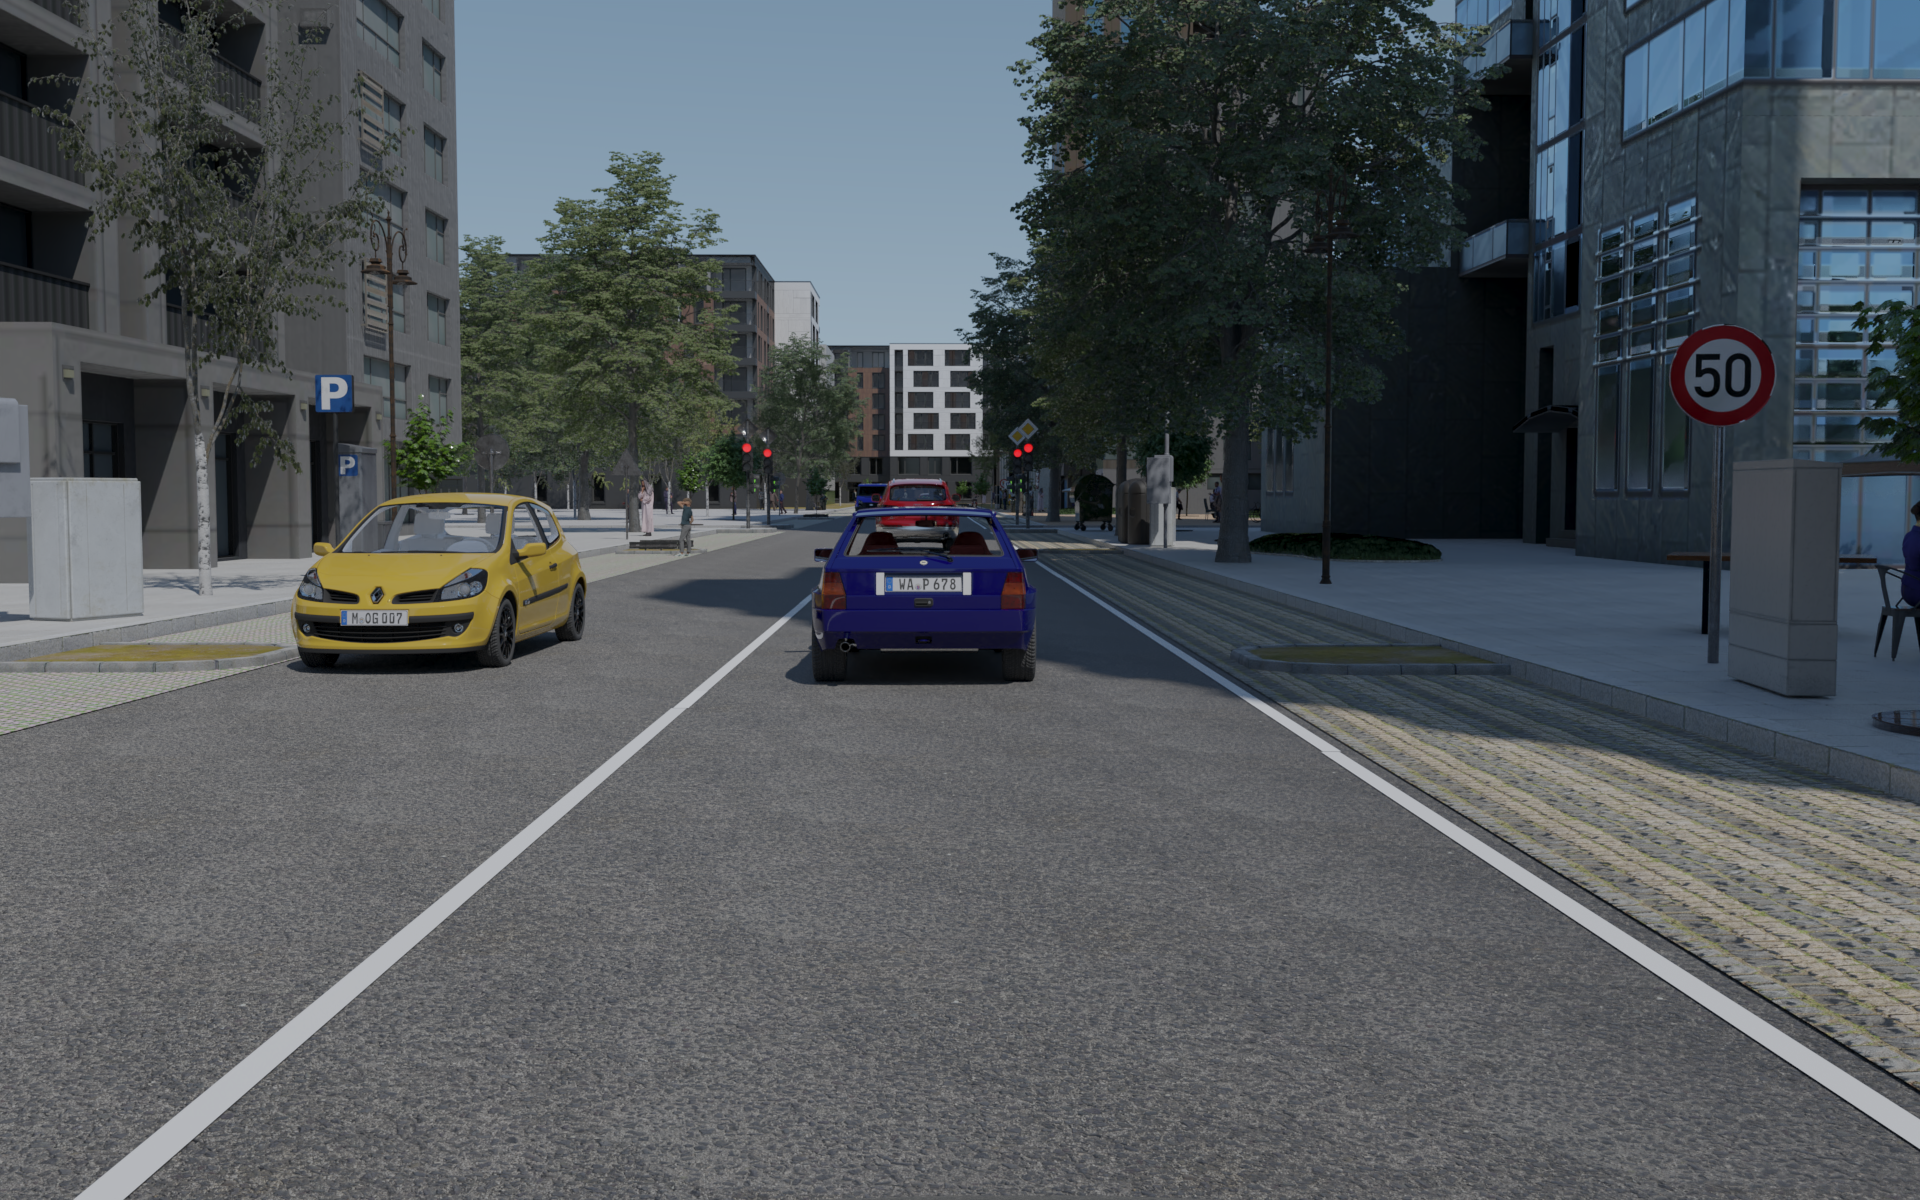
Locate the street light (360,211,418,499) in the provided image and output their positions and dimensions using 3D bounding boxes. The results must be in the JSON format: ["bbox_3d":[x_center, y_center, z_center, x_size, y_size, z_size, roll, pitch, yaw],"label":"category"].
[{"bbox_3d":[-9.326,-3.404,28.442,0.468,5.910,1.993,0,4,-1],"label":"street light"}]

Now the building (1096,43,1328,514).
[{"bbox_3d":[15.890,-20.994,114.946,14.160,30.474,14.107,0,4,-1],"label":"building"}]

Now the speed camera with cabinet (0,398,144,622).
[{"bbox_3d":[-9.204,-1.405,17.315,0.660,3.252,2.038,1,4,20],"label":"speed camera with cabinet"}]

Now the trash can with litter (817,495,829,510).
[{"bbox_3d":[-10.916,-7.689,137.097,0.624,1.170,1.055,2,4,28],"label":"trash can with litter"}]

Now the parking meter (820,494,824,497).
[{"bbox_3d":[-11.572,-8.572,145.860,0.255,1.863,0.399,-2,4,-26],"label":"parking meter"}]

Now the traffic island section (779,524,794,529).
[{"bbox_3d":[-8.005,-3.056,72.250,2.009,0.180,2.903,0,4,-1],"label":"traffic island section"}]

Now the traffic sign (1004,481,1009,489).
[{"bbox_3d":[3.783,-8.211,136.384,0.606,2.300,0.079,0,4,2],"label":"traffic sign"}]

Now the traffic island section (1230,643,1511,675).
[{"bbox_3d":[3.335,0.505,14.614,1.991,0.108,1.994,0,4,-1],"label":"traffic island section"}]

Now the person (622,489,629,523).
[{"bbox_3d":[-14.812,-4.195,77.327,0.600,1.496,0.574,1,4,18],"label":"person"}]

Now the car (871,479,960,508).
[{"bbox_3d":[-1.101,-2.146,43.754,2.281,1.827,5.304,0,4,-2],"label":"car"}]

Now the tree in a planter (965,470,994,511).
[{"bbox_3d":[1.571,-7.813,124.967,1.991,3.239,1.994,0,4,-1],"label":"tree in a planter"}]

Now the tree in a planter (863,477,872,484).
[{"bbox_3d":[-9.326,-10.831,174.303,1.991,3.239,1.994,0,4,-1],"label":"tree in a planter"}]

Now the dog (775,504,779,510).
[{"bbox_3d":[-15.010,-7.717,143.010,0.406,0.507,0.540,1,4,20],"label":"dog"}]

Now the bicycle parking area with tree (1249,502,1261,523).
[{"bbox_3d":[17.286,-5.525,77.335,9.016,4.147,8.231,0,4,-8],"label":"bicycle parking area with tree"}]

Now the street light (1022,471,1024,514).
[{"bbox_3d":[3.935,-8.239,107.492,0.468,5.910,1.993,0,4,-1],"label":"street light"}]

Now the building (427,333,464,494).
[{"bbox_3d":[-63.588,-22.113,205.522,32.646,21.610,27.936,0,4,-1],"label":"building"}]

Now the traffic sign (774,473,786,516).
[{"bbox_3d":[-10.676,-6.254,102.365,0.768,2.556,0.104,0,4,3],"label":"traffic sign"}]

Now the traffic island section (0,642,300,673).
[{"bbox_3d":[-6.765,0.494,14.794,1.991,0.108,1.994,0,4,-1],"label":"traffic island section"}]

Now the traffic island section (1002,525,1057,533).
[{"bbox_3d":[2.543,-2.578,64.428,2.009,0.180,2.903,0,4,-1],"label":"traffic island section"}]

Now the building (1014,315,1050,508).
[{"bbox_3d":[14.611,-18.752,173.047,16.747,18.905,31.486,0,4,-1],"label":"building"}]

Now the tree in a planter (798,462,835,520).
[{"bbox_3d":[-8.076,-6.125,97.365,1.991,3.239,1.994,0,4,-1],"label":"tree in a planter"}]

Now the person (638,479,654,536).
[{"bbox_3d":[-9.574,-2.820,52.815,0.551,1.740,0.621,1,4,20],"label":"person"}]

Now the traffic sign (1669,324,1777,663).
[{"bbox_3d":[5.719,-0.793,13.073,0.768,2.556,0.104,0,4,8],"label":"traffic sign"}]

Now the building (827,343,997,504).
[{"bbox_3d":[-11.900,-24.722,248.172,32.646,21.610,27.936,0,4,-1],"label":"building"}]

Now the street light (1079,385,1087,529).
[{"bbox_3d":[4.485,-5.578,63.981,0.468,5.910,1.993,0,4,-1],"label":"street light"}]

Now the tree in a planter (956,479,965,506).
[{"bbox_3d":[0.344,-12.472,201.135,1.991,3.239,1.994,0,4,-1],"label":"tree in a planter"}]

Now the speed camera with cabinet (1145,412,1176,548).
[{"bbox_3d":[4.884,-2.918,42.050,0.660,3.252,2.038,1,4,11],"label":"speed camera with cabinet"}]

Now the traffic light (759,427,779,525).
[{"bbox_3d":[-7.965,-5.088,72.116,0.839,4.253,0.868,0,4,-1],"label":"traffic light"}]

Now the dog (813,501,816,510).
[{"bbox_3d":[-11.942,-7.871,143.064,0.800,0.831,0.513,2,4,34],"label":"dog"}]

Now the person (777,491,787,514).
[{"bbox_3d":[-11.428,-6.231,110.618,0.600,1.496,0.574,2,4,26],"label":"person"}]

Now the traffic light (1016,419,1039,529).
[{"bbox_3d":[2.503,-4.611,64.314,0.839,4.253,0.868,0,4,-1],"label":"traffic light"}]

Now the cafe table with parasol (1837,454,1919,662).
[{"bbox_3d":[8.051,-0.514,13.271,2.610,1.966,2.610,-2,4,-27],"label":"cafe table with parasol"}]

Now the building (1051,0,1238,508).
[{"bbox_3d":[14.599,-29.754,136.587,14.600,45.320,14.200,0,4,-1],"label":"building"}]

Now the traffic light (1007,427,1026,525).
[{"bbox_3d":[2.374,-5.100,72.298,0.839,4.253,0.868,0,4,-1],"label":"traffic light"}]

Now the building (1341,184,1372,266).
[{"bbox_3d":[37.458,-15.002,90.322,28.899,21.520,27.650,0,4,-1],"label":"building"}]

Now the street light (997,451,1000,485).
[{"bbox_3d":[3.235,-10.662,147.117,0.468,5.910,1.993,0,4,-1],"label":"street light"}]

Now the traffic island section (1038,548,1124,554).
[{"bbox_3d":[2.894,-1.181,42.180,1.991,0.108,1.994,0,4,-1],"label":"traffic island section"}]

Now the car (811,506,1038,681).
[{"bbox_3d":[-0.290,-0.123,14.594,1.945,1.354,3.894,0,4,-1],"label":"car"}]

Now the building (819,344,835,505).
[{"bbox_3d":[-31.631,-21.175,212.664,31.486,18.905,16.747,0,4,-1],"label":"building"}]

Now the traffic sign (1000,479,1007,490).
[{"bbox_3d":[3.692,-8.842,144.680,0.768,2.556,0.104,1,4,8],"label":"traffic sign"}]

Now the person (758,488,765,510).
[{"bbox_3d":[-15.526,-7.871,135.449,0.376,1.734,0.841,3,4,37],"label":"person"}]

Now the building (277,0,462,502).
[{"bbox_3d":[-23.054,-22.481,51.152,14.086,41.232,14.154,0,4,-1],"label":"building"}]

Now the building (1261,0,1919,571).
[{"bbox_3d":[21.804,-44.605,41.971,22.319,86.520,31.000,0,4,-1],"label":"building"}]

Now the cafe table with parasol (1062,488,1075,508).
[{"bbox_3d":[8.744,-7.454,126.737,2.610,1.966,2.610,2,4,26],"label":"cafe table with parasol"}]

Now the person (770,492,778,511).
[{"bbox_3d":[-14.164,-7.574,130.423,0.990,1.755,0.434,1,4,10],"label":"person"}]

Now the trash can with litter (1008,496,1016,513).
[{"bbox_3d":[3.839,-6.568,118.781,0.624,1.170,1.055,3,5,42],"label":"trash can with litter"}]

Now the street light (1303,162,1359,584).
[{"bbox_3d":[5.228,-3.167,24.573,0.468,5.910,1.993,0,4,-1],"label":"street light"}]

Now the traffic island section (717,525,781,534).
[{"bbox_3d":[-7.877,-2.568,64.266,2.009,0.180,2.903,0,4,-1],"label":"traffic island section"}]

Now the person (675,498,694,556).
[{"bbox_3d":[-6.318,-1.665,39.637,0.340,1.345,0.435,1,4,12],"label":"person"}]

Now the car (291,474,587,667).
[{"bbox_3d":[-4.575,-0.326,15.549,2.015,1.641,3.980,0,4,1],"label":"car"}]

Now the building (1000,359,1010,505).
[{"bbox_3d":[13.715,-20.688,204.701,16.747,18.905,31.486,0,4,-1],"label":"building"}]

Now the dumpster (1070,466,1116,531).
[{"bbox_3d":[4.653,-3.549,60.520,1.502,2.255,1.985,0,4,-1],"label":"dumpster"}]

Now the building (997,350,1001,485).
[{"bbox_3d":[21.116,-24.737,248.421,32.646,21.610,27.936,0,4,-1],"label":"building"}]

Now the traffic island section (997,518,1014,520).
[{"bbox_3d":[2.012,-4.548,97.221,1.991,0.108,1.994,0,4,-1],"label":"traffic island section"}]

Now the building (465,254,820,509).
[{"bbox_3d":[-28.208,-19.567,163.887,27.936,21.610,32.646,0,4,-1],"label":"building"}]

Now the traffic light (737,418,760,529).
[{"bbox_3d":[-7.837,-4.600,64.132,0.839,4.253,0.868,0,4,-1],"label":"traffic light"}]

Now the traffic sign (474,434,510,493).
[{"bbox_3d":[-9.900,-2.233,36.616,0.768,2.556,0.104,0,4,0],"label":"traffic sign"}]

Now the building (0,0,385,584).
[{"bbox_3d":[-23.267,-36.362,32.776,20.563,71.187,20.611,0,4,-1],"label":"building"}]

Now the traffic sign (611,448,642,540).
[{"bbox_3d":[-9.375,-2.979,48.703,0.884,2.594,0.081,0,4,1],"label":"traffic sign"}]
